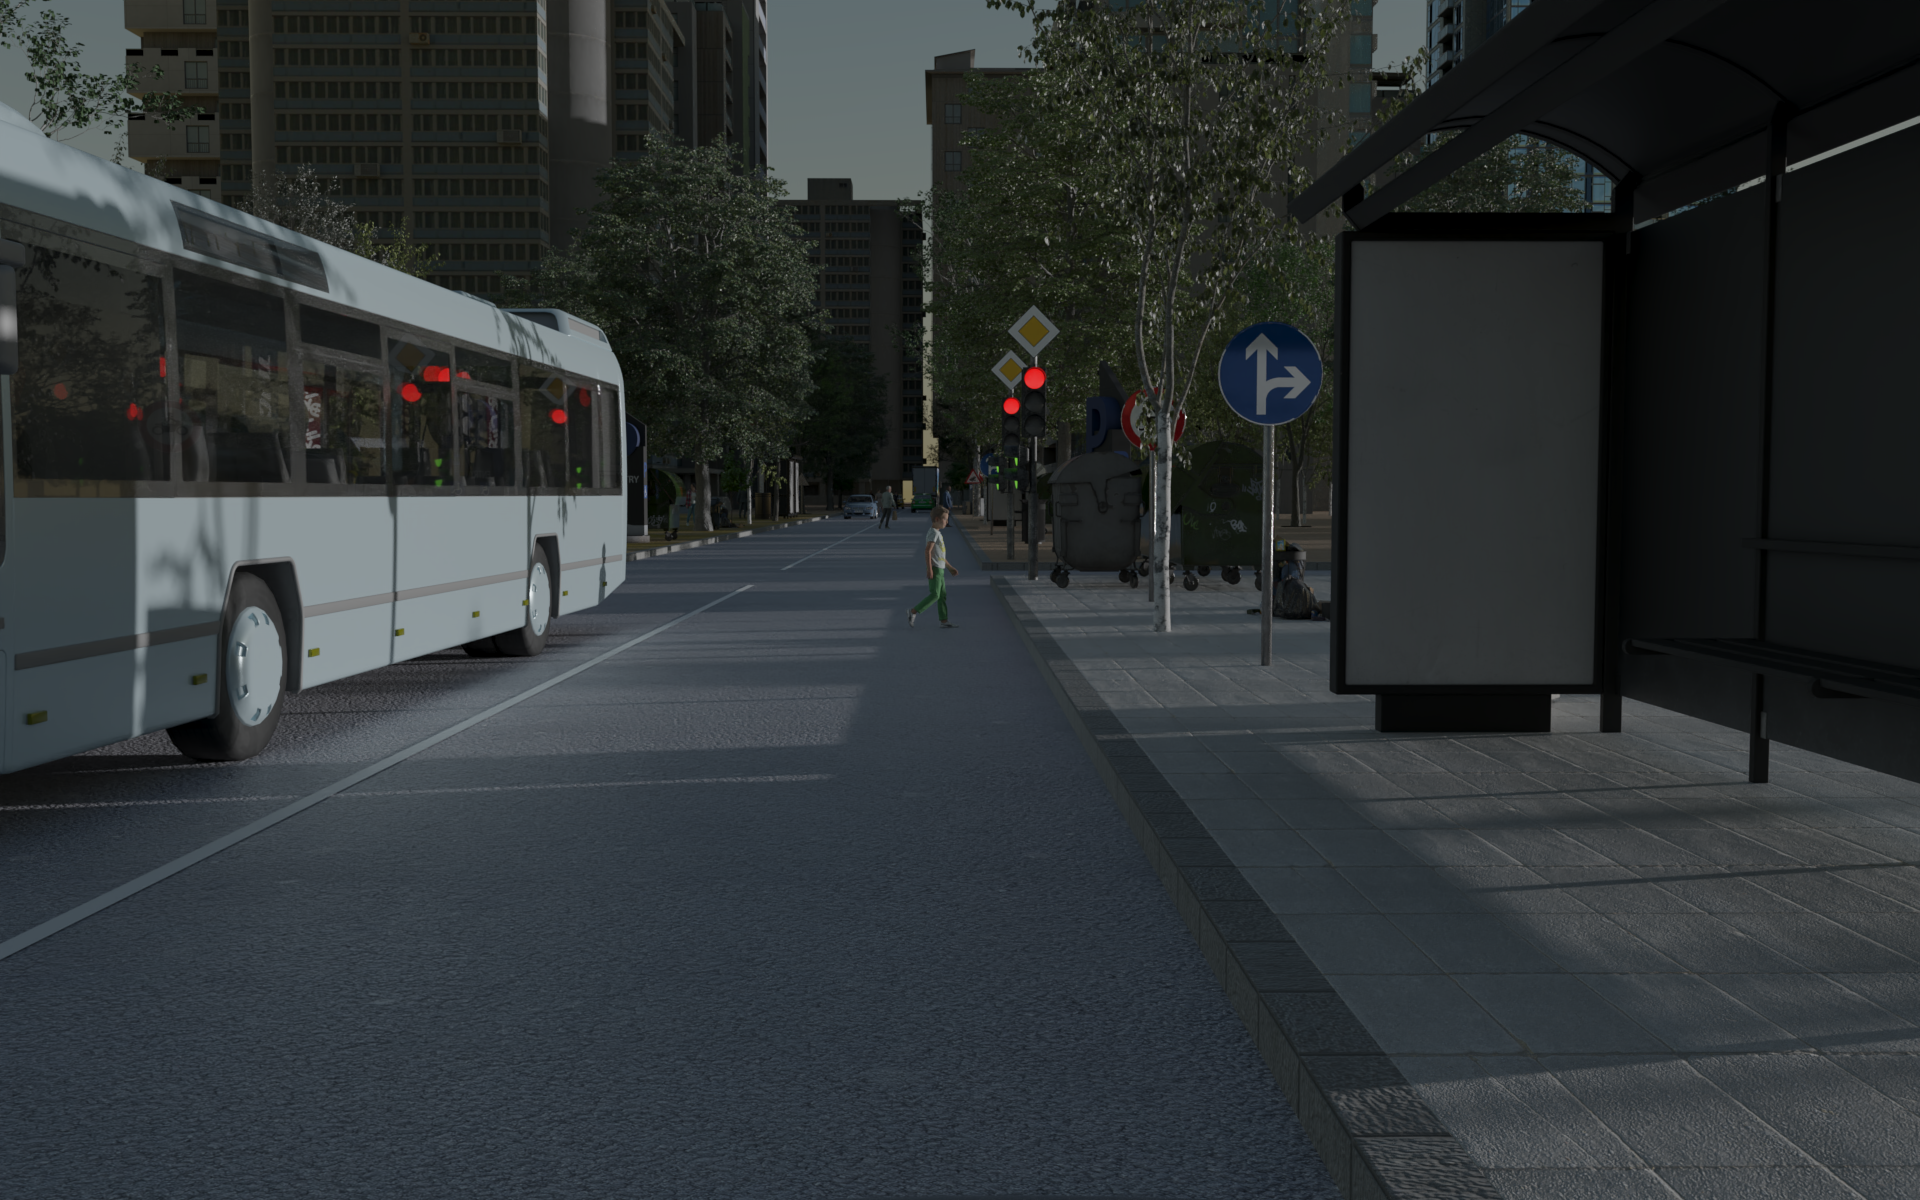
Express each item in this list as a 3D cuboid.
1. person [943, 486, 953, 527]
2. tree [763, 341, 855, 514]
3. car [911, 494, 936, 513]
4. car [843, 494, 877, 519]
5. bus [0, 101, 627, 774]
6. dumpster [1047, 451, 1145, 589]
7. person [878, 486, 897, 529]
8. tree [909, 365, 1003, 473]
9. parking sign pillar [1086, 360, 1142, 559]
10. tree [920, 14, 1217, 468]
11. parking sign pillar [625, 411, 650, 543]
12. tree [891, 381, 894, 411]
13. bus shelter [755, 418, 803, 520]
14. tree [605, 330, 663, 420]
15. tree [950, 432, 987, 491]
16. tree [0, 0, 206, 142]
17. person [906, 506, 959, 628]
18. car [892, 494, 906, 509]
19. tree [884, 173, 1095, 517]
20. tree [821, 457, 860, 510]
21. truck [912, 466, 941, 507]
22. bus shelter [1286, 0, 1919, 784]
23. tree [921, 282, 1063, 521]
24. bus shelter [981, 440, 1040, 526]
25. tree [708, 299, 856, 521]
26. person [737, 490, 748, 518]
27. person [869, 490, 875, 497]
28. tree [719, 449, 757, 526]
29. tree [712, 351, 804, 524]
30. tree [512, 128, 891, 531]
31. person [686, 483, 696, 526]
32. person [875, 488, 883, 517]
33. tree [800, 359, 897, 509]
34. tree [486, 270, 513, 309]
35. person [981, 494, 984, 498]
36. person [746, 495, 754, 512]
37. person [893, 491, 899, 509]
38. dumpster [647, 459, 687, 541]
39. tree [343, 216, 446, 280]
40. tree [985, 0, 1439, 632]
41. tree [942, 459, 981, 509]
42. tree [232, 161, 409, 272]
[{"bbox_3d":[-0.524,-4.076,75.331,0.419,1.800,0.721,0,4,7],"label":"person"},{"bbox_3d":[-10.244,-11.301,110.533,9.928,11.665,9.643,0,3,0],"label":"tree"},{"bbox_3d":[-2.831,-7.617,133.340,1.959,1.807,4.718,0,4,1],"label":"car"},{"bbox_3d":[-5.732,-5.383,100.012,2.014,1.417,4.499,0,4,0],"label":"car"},{"bbox_3d":[-4.979,-1.055,12.109,2.948,3.499,13.247,0,4,1],"label":"bus"},{"bbox_3d":[1.900,-1.126,24.175,1.264,1.857,1.865,0,4,-1],"label":"dumpster"},{"bbox_3d":[-2.948,-3.820,71.442,0.782,1.767,0.515,2,4,35],"label":"person"},{"bbox_3d":[0.771,-11.581,123.769,7.601,10.594,8.767,3,4,37],"label":"tree"},{"bbox_3d":[2.942,-2.806,34.345,1.447,3.967,1.447,-1,4,-17],"label":"parking sign pillar"},{"bbox_3d":[2.828,-7.543,41.455,7.486,12.596,7.792,0,3,0],"label":"tree"},{"bbox_3d":[-8.954,-3.503,45.754,1.447,3.967,1.447,0,4,1],"label":"parking sign pillar"},{"bbox_3d":[-9.946,-13.883,133.634,9.857,13.997,8.962,0,3,0],"label":"tree"},{"bbox_3d":[-9.713,-6.944,91.163,2.179,5.291,8.768,0,4,-1],"label":"bus shelter"},{"bbox_3d":[-20.642,-10.722,101.068,9.928,11.665,9.643,0,3,0],"label":"tree"},{"bbox_3d":[1.097,-11.114,132.073,4.737,8.622,4.395,0,3,0],"label":"tree"},{"bbox_3d":[-27.971,-11.761,48.189,12.611,20.169,13.585,0,3,0],"label":"tree"},{"bbox_3d":[-0.297,-0.350,18.478,0.590,1.304,0.306,-1,4,-13],"label":"person"},{"bbox_3d":[-6.209,-9.530,166.044,2.015,1.641,3.980,0,4,-1],"label":"car"},{"bbox_3d":[1.807,-14.906,99.603,12.611,20.169,13.585,0,3,0],"label":"tree"},{"bbox_3d":[-9.852,-9.833,144.487,4.285,4.588,4.351,0,3,0],"label":"tree"},{"bbox_3d":[-3.461,-11.558,177.891,2.839,4.237,11.283,0,4,1],"label":"truck"},{"bbox_3d":[2.827,-0.786,6.779,2.014,3.302,5.546,0,4,-1],"label":"bus shelter"},{"bbox_3d":[1.697,-9.614,82.942,9.928,11.665,9.643,0,3,0],"label":"tree"},{"bbox_3d":[1.876,-4.417,66.145,2.014,3.302,5.546,0,4,-1],"label":"bus shelter"},{"bbox_3d":[-8.405,-9.006,81.667,7.601,10.594,8.767,-1,4,-9],"label":"tree"},{"bbox_3d":[-11.484,-5.228,91.700,0.661,1.801,0.590,-1,4,-11],"label":"person"},{"bbox_3d":[-7.205,-7.969,139.311,1.217,1.766,0.721,2,4,34],"label":"person"},{"bbox_3d":[-9.164,-4.558,69.119,1.663,3.219,1.824,0,3,0],"label":"tree"},{"bbox_3d":[-8.942,-7.568,74.099,4.737,8.622,4.395,0,3,0],"label":"tree"},{"bbox_3d":[-9.007,-9.363,59.748,9.857,13.997,8.962,0,3,0],"label":"tree"},{"bbox_3d":[-10.765,-3.845,69.741,0.563,1.720,0.643,-1,4,-20],"label":"person"},{"bbox_3d":[-5.064,-6.137,109.182,0.599,1.781,0.374,-1,4,-12],"label":"person"},{"bbox_3d":[-10.626,-14.873,153.538,12.009,13.543,11.850,0,3,0],"label":"tree"},{"bbox_3d":[-20.234,-11.032,87.020,9.857,13.997,8.962,0,3,0],"label":"tree"},{"bbox_3d":[2.058,-7.988,136.734,0.705,1.812,1.348,2,4,33],"label":"person"},{"bbox_3d":[-15.076,-7.143,122.468,1.348,1.869,0.705,3,5,41],"label":"person"},{"bbox_3d":[-6.064,-9.314,161.587,0.742,1.727,0.445,-3,4,-38],"label":"person"},{"bbox_3d":[-8.418,-2.764,47.687,1.502,2.255,1.985,0,4,-1],"label":"dumpster"},{"bbox_3d":[-15.493,-5.824,45.585,4.737,8.622,4.395,0,3,0],"label":"tree"},{"bbox_3d":[2.117,-4.016,16.017,4.360,8.622,3.978,0,3,0],"label":"tree"},{"bbox_3d":[0.192,-9.935,146.147,4.285,4.588,4.351,0,3,0],"label":"tree"},{"bbox_3d":[-24.871,-9.412,64.261,12.009,13.543,11.850,0,3,0],"label":"tree"}]
